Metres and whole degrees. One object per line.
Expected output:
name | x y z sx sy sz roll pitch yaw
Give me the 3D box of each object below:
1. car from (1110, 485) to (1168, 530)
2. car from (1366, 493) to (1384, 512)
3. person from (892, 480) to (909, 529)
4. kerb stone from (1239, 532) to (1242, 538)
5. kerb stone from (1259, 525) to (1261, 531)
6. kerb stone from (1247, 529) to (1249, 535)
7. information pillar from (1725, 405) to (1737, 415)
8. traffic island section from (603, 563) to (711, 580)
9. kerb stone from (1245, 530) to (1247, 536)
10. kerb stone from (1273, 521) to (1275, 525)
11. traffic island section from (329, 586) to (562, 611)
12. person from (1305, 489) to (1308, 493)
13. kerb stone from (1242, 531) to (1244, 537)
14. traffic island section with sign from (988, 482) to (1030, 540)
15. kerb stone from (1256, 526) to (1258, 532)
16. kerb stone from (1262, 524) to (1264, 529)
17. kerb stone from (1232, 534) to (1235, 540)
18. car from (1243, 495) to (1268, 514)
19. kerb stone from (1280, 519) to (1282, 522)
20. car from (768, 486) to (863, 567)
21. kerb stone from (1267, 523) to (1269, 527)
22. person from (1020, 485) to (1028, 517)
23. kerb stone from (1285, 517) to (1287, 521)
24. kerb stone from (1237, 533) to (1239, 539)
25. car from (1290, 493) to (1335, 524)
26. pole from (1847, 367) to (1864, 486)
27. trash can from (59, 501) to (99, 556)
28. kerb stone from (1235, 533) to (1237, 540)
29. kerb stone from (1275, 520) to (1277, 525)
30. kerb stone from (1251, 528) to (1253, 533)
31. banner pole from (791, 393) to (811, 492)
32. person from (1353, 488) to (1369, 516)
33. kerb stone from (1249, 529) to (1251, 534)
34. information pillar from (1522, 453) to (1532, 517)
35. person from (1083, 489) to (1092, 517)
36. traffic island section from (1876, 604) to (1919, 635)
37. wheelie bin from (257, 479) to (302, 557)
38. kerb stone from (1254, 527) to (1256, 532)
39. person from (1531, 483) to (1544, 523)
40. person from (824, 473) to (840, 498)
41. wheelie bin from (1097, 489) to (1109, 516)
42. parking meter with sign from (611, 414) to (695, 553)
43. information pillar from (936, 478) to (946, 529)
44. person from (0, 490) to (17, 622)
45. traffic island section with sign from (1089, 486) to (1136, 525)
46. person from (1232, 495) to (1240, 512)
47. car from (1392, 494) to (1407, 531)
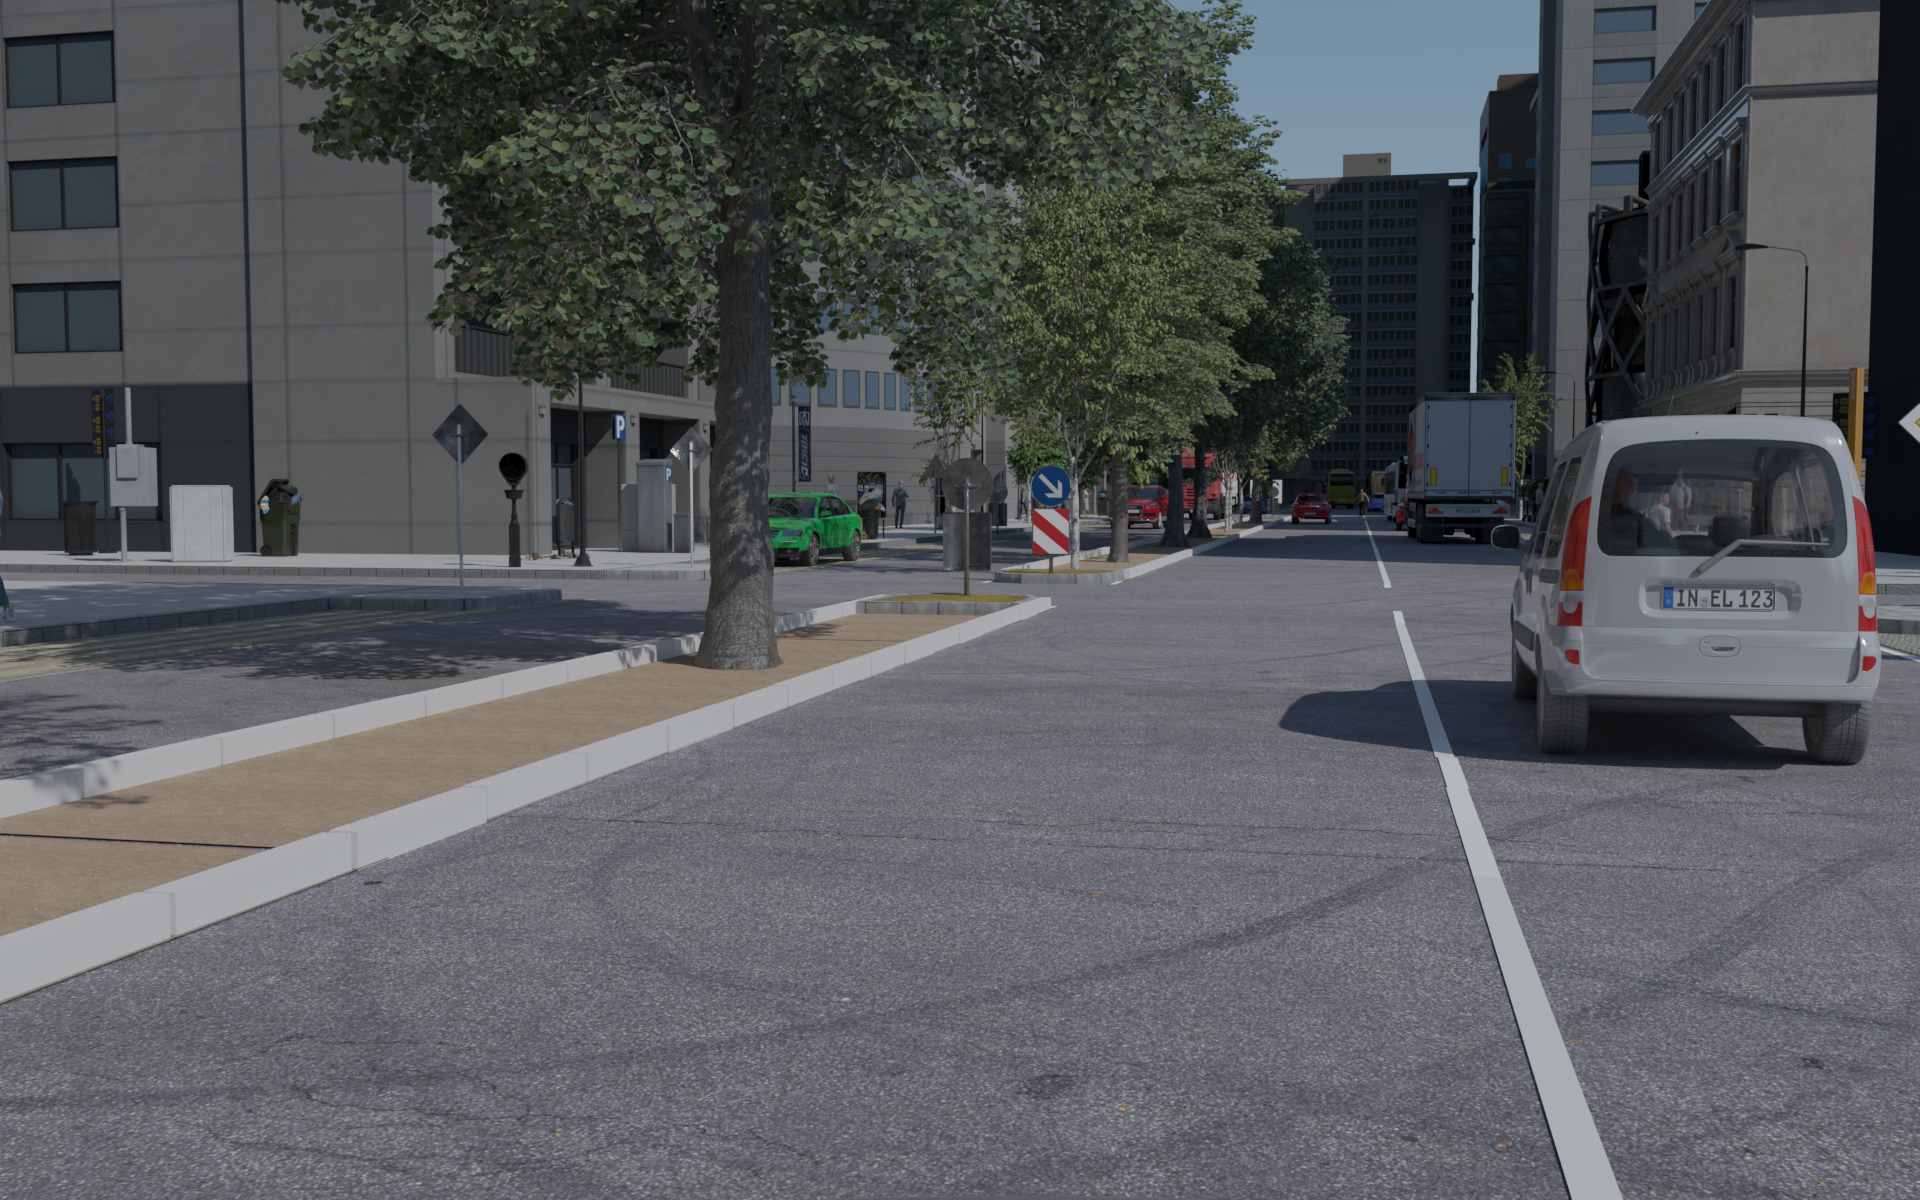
car | 7.553 -3.867 71.896 2.281 1.827 5.304 1 4 14
car | 33.275 -7.830 137.615 1.945 1.707 3.694 1 4 14
person | -2.197 -3.554 64.334 0.661 1.801 0.590 1 4 13
kerb stone | 8.868 -2.040 55.608 0.120 0.150 1.000 1 4 13
kerb stone | 11.372 -2.716 66.605 0.120 0.150 1.000 1 4 13
kerb stone | 9.776 -2.287 59.596 0.120 0.150 1.000 1 4 13
information pillar | 20.280 -3.334 45.859 0.504 3.616 0.183 2 4 30
traffic island section | -4.720 -0.490 30.299 2.009 0.180 2.903 1 4 13
kerb stone | 9.539 -2.227 58.601 0.120 0.150 1.000 1 4 13
kerb stone | 13.898 -3.389 77.612 0.120 0.150 1.000 1 4 13
traffic island section | -6.501 -0.014 22.515 2.009 0.180 2.903 1 4 13
person | 28.920 -8.327 144.611 1.348 1.831 0.705 2 4 23
kerb stone | 9.096 -2.101 56.605 0.120 0.150 1.000 1 4 13
traffic island section with sign | 1.135 -2.800 54.411 1.989 1.847 2.006 1 4 13
kerb stone | 10.922 -2.593 64.597 0.120 0.150 1.000 1 4 13
kerb stone | 11.838 -2.837 68.602 0.120 0.150 1.000 1 4 13
kerb stone | 8.178 -1.854 52.610 0.120 0.150 1.000 1 4 13
car | 21.456 -6.986 126.223 2.014 1.417 4.499 1 4 14
kerb stone | 15.505 -3.818 84.614 0.120 0.150 1.000 1 4 13
car | -3.371 -1.638 35.575 1.959 1.807 4.718 1 4 14
kerb stone | 12.749 -3.083 72.605 0.120 0.150 1.000 1 4 13
person | 3.621 -5.557 97.077 0.709 1.800 0.728 3 4 37
kerb stone | 16.873 -4.184 90.605 0.120 0.150 1.000 1 4 13
kerb stone | 8.637 -1.980 54.603 0.120 0.150 1.000 1 4 13
car | 17.031 -4.569 83.749 2.155 1.783 4.494 1 4 14
pole | 14.456 -2.090 28.012 0.158 3.312 0.155 0 3 0
trash can | -18.342 -1.496 36.107 0.748 1.137 0.748 0 3 0
kerb stone | 8.407 -1.921 53.606 0.120 0.150 1.000 1 4 13
kerb stone | 14.350 -3.510 79.607 0.120 0.150 1.000 1 4 13
kerb stone | 10.231 -2.406 61.593 0.120 0.150 1.000 1 4 13
banner pole | -3.991 -3.257 43.273 0.401 3.779 0.863 3 4 39
person | 26.105 -6.365 112.573 0.705 1.823 1.348 -3 4 -36
kerb stone | 9.996 -2.349 60.594 0.120 0.150 1.000 1 4 13
information pillar | 31.802 -6.463 97.031 0.504 3.616 0.183 0 4 7
person | 7.192 -5.579 97.830 0.524 1.755 0.480 1 4 12
traffic island section | 10.501 0.223 18.633 2.009 0.180 2.903 1 4 13
wheelie bin | -13.962 -1.696 35.641 0.693 1.594 0.980 1 4 10
kerb stone | 10.688 -2.533 63.602 0.120 0.150 1.000 1 4 13
person | 25.106 -4.189 75.018 0.515 1.767 0.782 0 4 -4
person | -3.309 -2.406 45.263 0.818 1.842 0.514 0 4 7
wheelie bin | 8.367 -5.713 101.311 0.693 1.594 0.980 -1 4 -15
parking meter with sign | -6.664 -2.539 37.774 1.738 3.016 0.543 1 4 13
information pillar | -0.715 -3.578 62.995 0.304 2.012 0.304 -2 4 -32
person | -9.770 -0.667 17.217 0.793 1.790 0.793 -3 4 -36
traffic island section with sign | 7.153 -4.407 80.688 1.989 1.847 2.006 1 4 13
person | 22.241 -8.077 140.657 1.348 1.812 0.705 -2 4 -27
car | 18.339 -3.676 69.140 2.155 1.783 4.494 1 4 15
